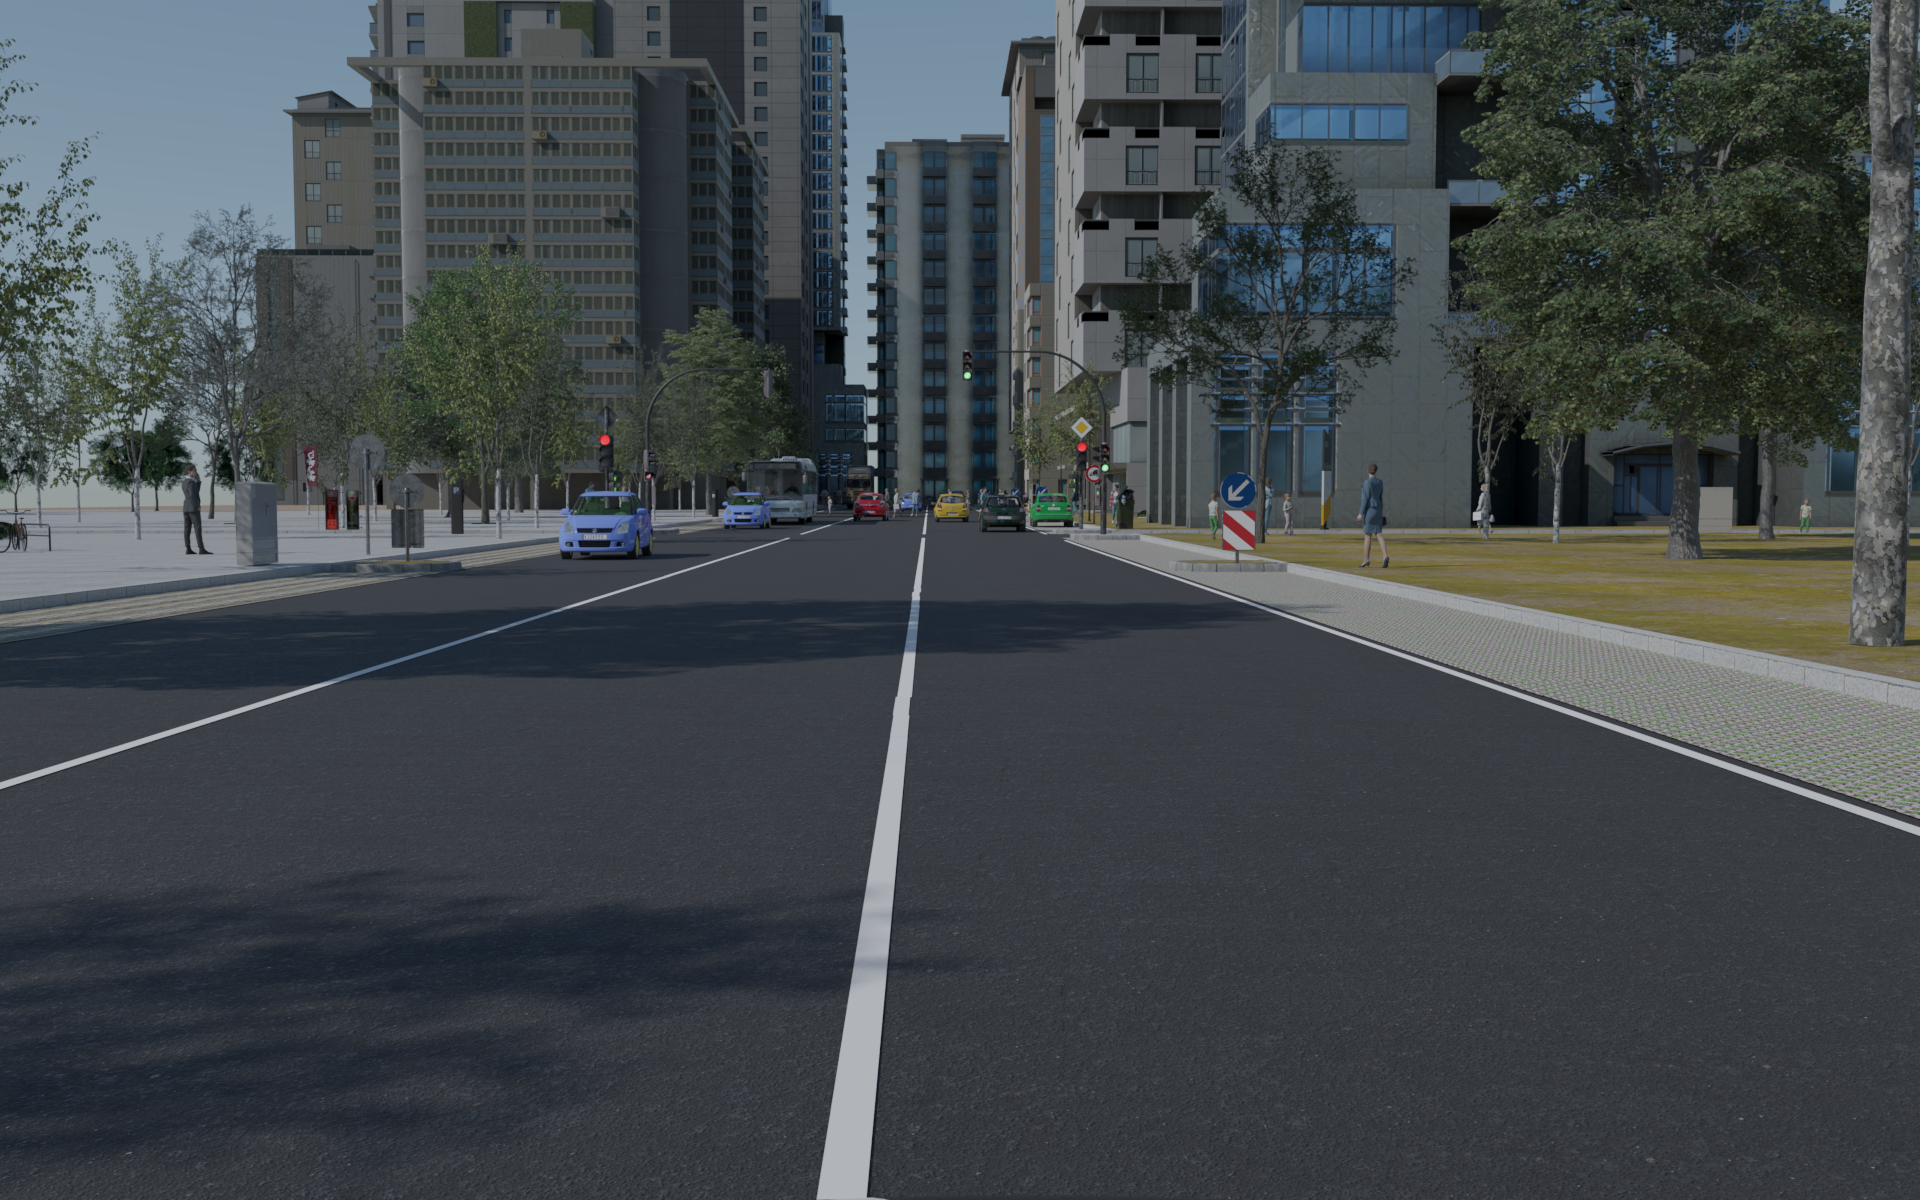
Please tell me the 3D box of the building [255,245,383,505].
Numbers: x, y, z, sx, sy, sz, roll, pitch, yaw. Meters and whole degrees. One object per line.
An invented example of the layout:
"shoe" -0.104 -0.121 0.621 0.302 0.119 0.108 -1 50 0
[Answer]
"building" -73.588 -26.507 205.092 14.107 30.474 14.160 0 4 -1

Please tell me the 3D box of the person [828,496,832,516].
"person" -8.695 -6.288 115.582 0.425 1.301 0.394 3 4 38

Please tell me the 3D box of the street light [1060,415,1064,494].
"street light" 5.845 -7.791 100.173 0.468 5.910 1.993 0 4 -1

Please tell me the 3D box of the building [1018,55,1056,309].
"building" 13.195 -32.304 178.280 14.600 45.320 14.200 0 4 -1

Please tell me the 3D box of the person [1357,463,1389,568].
"person" 7.187 -1.469 30.088 0.581 1.822 0.654 -1 4 -19

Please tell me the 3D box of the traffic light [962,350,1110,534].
"traffic light" 2.445 -4.900 54.789 4.771 5.953 1.251 0 4 -1

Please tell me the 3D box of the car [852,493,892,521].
"car" -4.749 -5.126 92.844 2.155 1.783 4.494 0 4 0

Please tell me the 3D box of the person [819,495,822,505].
"person" -15.871 -11.636 199.475 0.628 1.438 0.799 2 4 30

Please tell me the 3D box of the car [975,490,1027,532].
"car" 1.604 -3.464 66.416 2.009 1.686 4.222 0 4 -1

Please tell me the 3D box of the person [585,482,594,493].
"person" -17.043 -4.521 79.816 0.748 1.841 0.638 3 5 45

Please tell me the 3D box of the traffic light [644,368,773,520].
"traffic light" -9.177 -5.386 62.729 4.771 5.953 1.251 0 4 -1

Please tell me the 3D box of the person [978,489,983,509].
"person" 1.530 -6.698 118.428 0.576 1.772 0.534 -3 5 -45

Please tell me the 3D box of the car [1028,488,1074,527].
"car" 3.970 -4.080 75.501 1.959 1.807 4.718 0 4 0

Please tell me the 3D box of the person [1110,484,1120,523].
"person" 6.847 -4.219 75.857 0.563 1.720 0.643 1 4 14

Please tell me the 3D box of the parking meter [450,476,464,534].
"parking meter" -16.059 -3.037 55.365 0.399 1.863 0.255 0 4 -5

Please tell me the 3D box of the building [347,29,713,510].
"building" -32.559 -27.960 149.025 32.217 40.220 23.993 0 4 -1

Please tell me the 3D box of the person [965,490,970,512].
"person" 0.594 -7.633 133.841 0.362 1.759 0.519 0 4 8

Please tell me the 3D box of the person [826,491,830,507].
"person" -13.424 -10.118 174.662 0.721 1.736 1.217 -2 4 -33

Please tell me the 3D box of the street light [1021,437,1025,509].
"street light" 5.099 -10.091 137.772 0.468 5.910 1.993 0 4 -1

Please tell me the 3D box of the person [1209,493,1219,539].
"person" 7.135 -2.351 48.727 0.306 1.304 0.590 1 4 19

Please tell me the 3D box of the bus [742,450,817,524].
"bus" -8.631 -5.503 84.836 2.948 3.499 13.247 0 4 -2

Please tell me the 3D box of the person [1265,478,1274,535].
"person" 9.466 -2.906 53.814 0.793 1.790 0.793 3 5 39

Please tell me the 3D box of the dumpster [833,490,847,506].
"dumpster" -13.530 -11.592 197.743 1.865 1.857 1.264 0 4 -3

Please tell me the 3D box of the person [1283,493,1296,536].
"person" 10.186 -2.642 53.524 0.394 1.301 0.425 2 4 33

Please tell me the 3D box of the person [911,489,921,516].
"person" -2.916 -6.426 113.822 0.793 1.790 0.793 -1 4 -19

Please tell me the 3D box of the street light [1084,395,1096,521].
"street light" 6.059 -6.618 80.994 0.468 5.910 1.993 0 4 -1

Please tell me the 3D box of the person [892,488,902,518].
"person" -3.807 -5.887 105.098 0.624 1.780 0.694 0 4 2

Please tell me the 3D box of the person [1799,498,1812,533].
"person" 28.933 -2.847 59.289 0.306 1.304 0.590 0 4 1

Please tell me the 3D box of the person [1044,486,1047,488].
"person" 5.339 -6.336 109.812 0.511 1.800 0.466 2 4 31

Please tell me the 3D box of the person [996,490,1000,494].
"person" 4.322 -11.689 197.711 0.990 1.755 0.434 -2 4 -32

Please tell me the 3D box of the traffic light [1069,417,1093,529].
"traffic light" 4.392 -4.528 62.952 0.839 4.253 0.868 0 4 -1

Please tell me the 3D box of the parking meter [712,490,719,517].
"parking meter" -13.623 -5.382 96.407 0.372 1.533 0.369 0 3 0

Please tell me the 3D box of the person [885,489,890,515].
"person" -5.000 -6.619 116.891 0.590 1.801 0.661 -1 4 -19

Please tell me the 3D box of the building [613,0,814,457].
"building" -27.964 -46.672 201.342 20.611 71.187 20.563 0 4 -1

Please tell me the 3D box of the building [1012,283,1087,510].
"building" 19.271 -19.070 156.836 27.650 21.520 28.899 0 4 -1

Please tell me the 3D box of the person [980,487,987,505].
"person" 1.357 -5.657 101.012 0.620 1.820 0.660 1 4 22

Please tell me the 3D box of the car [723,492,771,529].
"car" -8.835 -3.814 71.957 1.945 1.707 3.694 0 4 -1

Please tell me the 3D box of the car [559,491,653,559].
"car" -7.988 -1.812 39.212 1.945 1.707 3.694 0 4 -3

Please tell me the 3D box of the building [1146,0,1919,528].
"building" 23.874 -46.521 73.293 31.000 86.520 22.319 0 4 -1

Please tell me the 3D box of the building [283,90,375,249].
"building" -72.181 -39.500 235.065 27.495 52.752 28.713 0 4 -1

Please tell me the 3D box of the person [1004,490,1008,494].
"person" 4.805 -10.801 183.353 1.217 1.735 0.721 1 4 10

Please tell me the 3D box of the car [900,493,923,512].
"car" -3.961 -8.069 141.526 1.945 1.707 3.694 0 4 -1

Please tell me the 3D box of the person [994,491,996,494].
"person" 4.325 -12.611 213.170 0.436 1.711 0.756 0 4 5

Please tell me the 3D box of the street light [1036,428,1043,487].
"street light" 5.480 -8.941 118.973 0.468 5.910 1.993 0 4 -1

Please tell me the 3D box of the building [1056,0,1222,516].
"building" 20.563 -32.063 113.474 28.713 52.752 27.495 0 4 -1

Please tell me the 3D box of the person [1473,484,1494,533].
"person" 18.189 -3.133 60.072 0.694 1.780 0.624 -2 4 -27

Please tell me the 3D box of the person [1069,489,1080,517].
"person" 6.544 -5.662 98.960 0.721 1.781 0.623 0 4 8

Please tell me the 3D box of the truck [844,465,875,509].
"truck" -9.824 -11.126 170.830 2.839 4.237 11.283 0 4 -1

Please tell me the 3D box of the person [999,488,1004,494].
"person" 2.619 -6.345 112.435 0.606 1.804 0.583 2 4 34

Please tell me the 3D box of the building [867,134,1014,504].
"building" 2.900 -37.530 233.230 30.456 49.044 23.786 0 4 -1

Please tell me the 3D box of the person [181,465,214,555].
"person" -16.254 -1.921 36.814 0.648 1.900 0.474 3 5 40

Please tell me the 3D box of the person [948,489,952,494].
"person" -0.744 -7.405 129.698 0.853 1.813 0.709 0 4 -8

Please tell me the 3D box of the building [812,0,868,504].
"building" -28.120 -56.224 231.927 31.000 86.520 22.319 0 4 -1

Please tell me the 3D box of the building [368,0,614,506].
"building" -52.368 -40.312 201.103 28.212 58.520 21.231 0 4 -1

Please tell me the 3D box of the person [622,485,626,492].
"person" -16.357 -4.724 84.290 0.522 1.701 0.512 3 5 41

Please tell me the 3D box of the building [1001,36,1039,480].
"building" 19.594 -37.297 199.043 28.713 52.752 27.495 0 4 -1

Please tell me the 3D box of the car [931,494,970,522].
"car" -0.453 -4.834 89.253 2.015 1.641 3.980 0 4 -2

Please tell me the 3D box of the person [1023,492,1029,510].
"person" 5.322 -7.988 139.875 0.421 1.427 0.697 -1 4 -14
